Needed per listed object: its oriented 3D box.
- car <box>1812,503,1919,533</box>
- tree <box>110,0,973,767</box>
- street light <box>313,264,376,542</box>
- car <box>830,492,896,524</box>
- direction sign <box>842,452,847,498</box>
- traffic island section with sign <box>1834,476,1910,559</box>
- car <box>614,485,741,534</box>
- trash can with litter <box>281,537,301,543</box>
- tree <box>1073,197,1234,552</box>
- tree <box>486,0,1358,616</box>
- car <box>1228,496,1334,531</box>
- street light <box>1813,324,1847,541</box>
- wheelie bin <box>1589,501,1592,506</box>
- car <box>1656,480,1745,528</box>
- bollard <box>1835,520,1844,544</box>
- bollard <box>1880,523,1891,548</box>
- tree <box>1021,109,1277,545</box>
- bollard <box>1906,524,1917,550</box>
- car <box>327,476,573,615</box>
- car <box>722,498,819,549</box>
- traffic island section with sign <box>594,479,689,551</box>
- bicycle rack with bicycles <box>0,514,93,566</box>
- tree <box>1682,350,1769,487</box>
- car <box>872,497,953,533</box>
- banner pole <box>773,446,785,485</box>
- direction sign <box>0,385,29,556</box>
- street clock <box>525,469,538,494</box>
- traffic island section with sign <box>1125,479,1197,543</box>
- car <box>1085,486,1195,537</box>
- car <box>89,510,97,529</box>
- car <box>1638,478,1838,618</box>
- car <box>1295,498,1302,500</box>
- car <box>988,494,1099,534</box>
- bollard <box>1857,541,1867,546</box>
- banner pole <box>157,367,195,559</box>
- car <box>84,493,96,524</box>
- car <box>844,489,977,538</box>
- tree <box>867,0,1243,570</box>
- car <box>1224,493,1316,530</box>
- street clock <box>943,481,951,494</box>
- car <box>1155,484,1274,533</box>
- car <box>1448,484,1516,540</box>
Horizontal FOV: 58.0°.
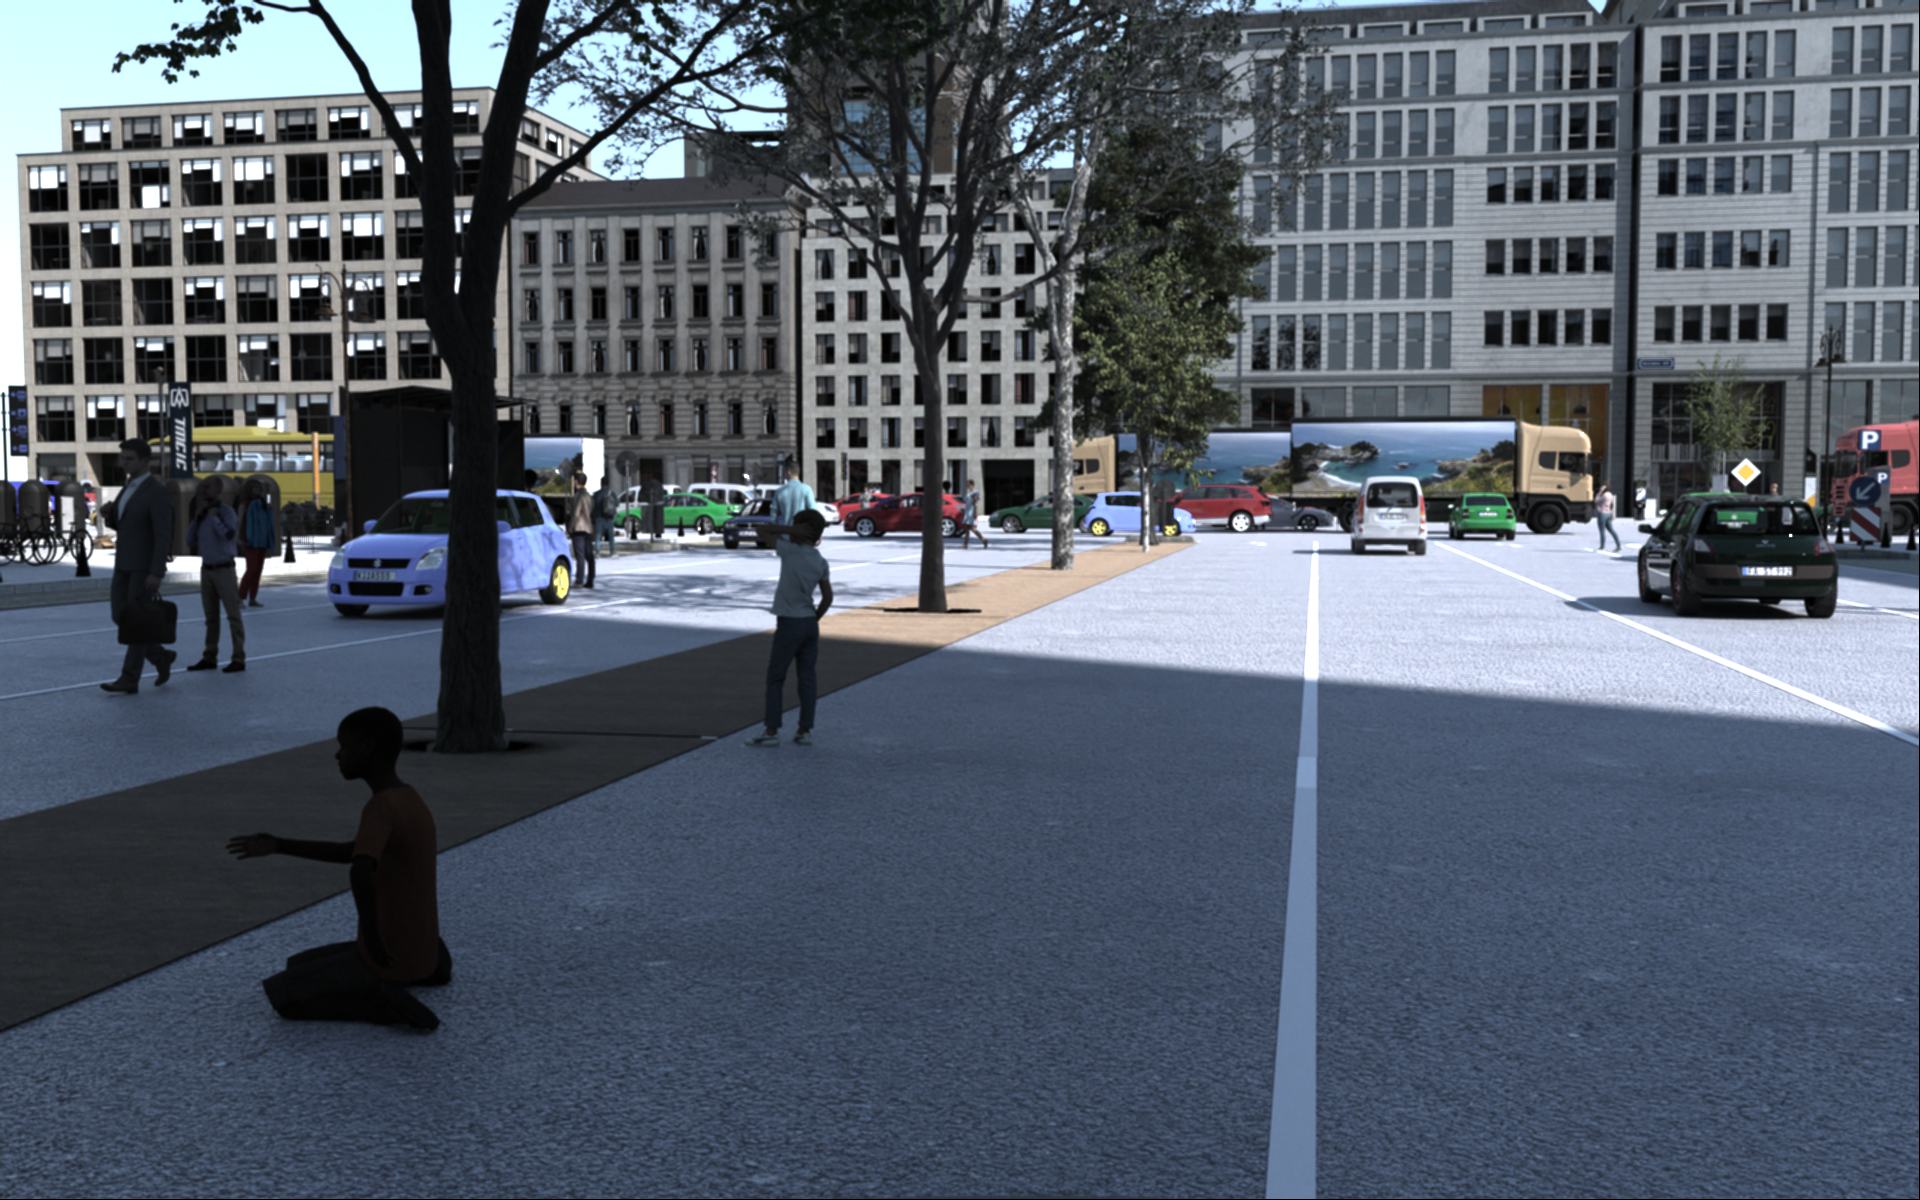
[{"bbox_3d":[33.783,-3.243,64.816,4.920,1.459,2.131,1,4,11],"label":"car"},{"bbox_3d":[-2.654,-4.952,9.171,9.928,11.665,9.643,0,3,0],"label":"tree"},{"bbox_3d":[-12.356,-3.801,34.926,0.468,5.910,1.993,1,4,12],"label":"street light"},{"bbox_3d":[-4.743,-4.380,80.654,4.494,1.783,2.155,1,4,11],"label":"car"},{"bbox_3d":[-6.317,-6.279,94.661,0.379,3.537,0.876,1,4,14],"label":"direction sign"},{"bbox_3d":[19.901,-1.844,38.772,1.989,1.847,2.006,1,4,12],"label":"traffic island section with sign"},{"bbox_3d":[-10.130,-3.258,62.058,4.718,1.807,1.959,1,4,12],"label":"car"},{"bbox_3d":[-18.247,-2.120,45.723,1.678,1.210,2.233,-2,4,-35],"label":"trash can with litter"},{"bbox_3d":[4.543,-5.448,41.894,4.737,8.622,4.395,0,3,0],"label":"tree"},{"bbox_3d":[-0.328,-6.575,20.326,12.009,13.543,11.850,0,3,0],"label":"tree"},{"bbox_3d":[12.226,-3.402,67.990,4.827,1.381,2.083,1,4,13],"label":"car"},{"bbox_3d":[23.691,-4.556,47.278,0.468,5.910,1.993,1,4,12],"label":"street light"},{"bbox_3d":[31.839,-4.913,88.234,0.693,1.594,0.980,0,4,3],"label":"wheelie bin"},{"bbox_3d":[16.154,-1.737,37.199,1.959,1.807,4.718,1,4,13],"label":"car"},{"bbox_3d":[22.852,-1.770,44.976,0.229,0.601,0.229,0,3,0],"label":"bollard"},{"bbox_3d":[22.107,-1.549,41.361,0.229,0.601,0.229,0,3,0],"label":"bollard"},{"bbox_3d":[5.147,-7.545,47.870,6.751,12.117,7.091,0,3,0],"label":"tree"},{"bbox_3d":[21.740,-1.438,39.558,0.229,0.601,0.229,0,3,0],"label":"bollard"},{"bbox_3d":[-6.251,-0.721,21.386,1.945,1.707,3.694,1,4,12],"label":"car"},{"bbox_3d":[-4.994,-2.050,46.096,1.945,1.354,3.894,1,4,12],"label":"car"},{"bbox_3d":[-8.042,-2.177,44.226,1.989,1.847,2.006,1,4,12],"label":"traffic island section with sign"},{"bbox_3d":[-17.204,-1.110,31.524,2.852,0.926,2.925,2,4,32],"label":"bicycle rack with bicycles"},{"bbox_3d":[39.247,-8.505,89.415,4.737,8.622,4.395,0,3,0],"label":"tree"},{"bbox_3d":[-1.473,-3.211,65.072,3.894,1.354,1.945,1,4,12],"label":"car"},{"bbox_3d":[-9.379,-6.077,89.372,0.863,3.779,0.401,2,4,32],"label":"banner pole"},{"bbox_3d":[-19.849,-2.693,36.028,0.876,3.537,0.379,-1,4,-21],"label":"direction sign"},{"bbox_3d":[-12.577,-2.817,50.633,0.471,2.002,0.358,-1,4,-11],"label":"street clock"},{"bbox_3d":[6.034,-2.661,51.638,2.006,1.907,1.989,1,4,12],"label":"traffic island section with sign"},{"bbox_3d":[6.101,-2.998,58.615,3.694,1.707,1.945,1,4,13],"label":"car"},{"bbox_3d":[-32.437,-3.568,68.561,3.980,1.641,2.015,1,4,13],"label":"car"},{"bbox_3d":[9.588,-0.720,21.558,2.009,1.686,4.222,1,4,13],"label":"car"},{"bbox_3d":[14.620,-4.192,81.126,3.894,1.354,1.945,1,4,11],"label":"car"},{"bbox_3d":[3.452,-3.152,63.332,4.920,1.459,2.131,1,4,13],"label":"car"},{"bbox_3d":[22.478,-1.659,43.163,0.229,0.601,0.229,0,3,0],"label":"bollard"},{"bbox_3d":[-15.472,-2.695,34.085,0.863,3.779,0.401,0,4,6],"label":"banner pole"},{"bbox_3d":[-43.344,-4.633,84.797,4.494,1.783,2.155,1,4,12],"label":"car"},{"bbox_3d":[-1.674,-2.968,57.560,4.494,1.783,2.155,1,4,12],"label":"car"},{"bbox_3d":[0.920,-10.694,33.190,12.611,20.169,13.585,0,3,0],"label":"tree"},{"bbox_3d":[12.478,-3.743,70.239,4.494,1.783,2.155,1,4,11],"label":"car"},{"bbox_3d":[-0.718,-5.484,94.241,0.471,2.002,0.358,2,4,32],"label":"street clock"},{"bbox_3d":[9.041,-3.432,64.794,5.304,1.827,2.281,1,4,11],"label":"car"},{"bbox_3d":[16.605,-2.837,55.179,1.959,1.807,4.718,1,4,12],"label":"car"}]
